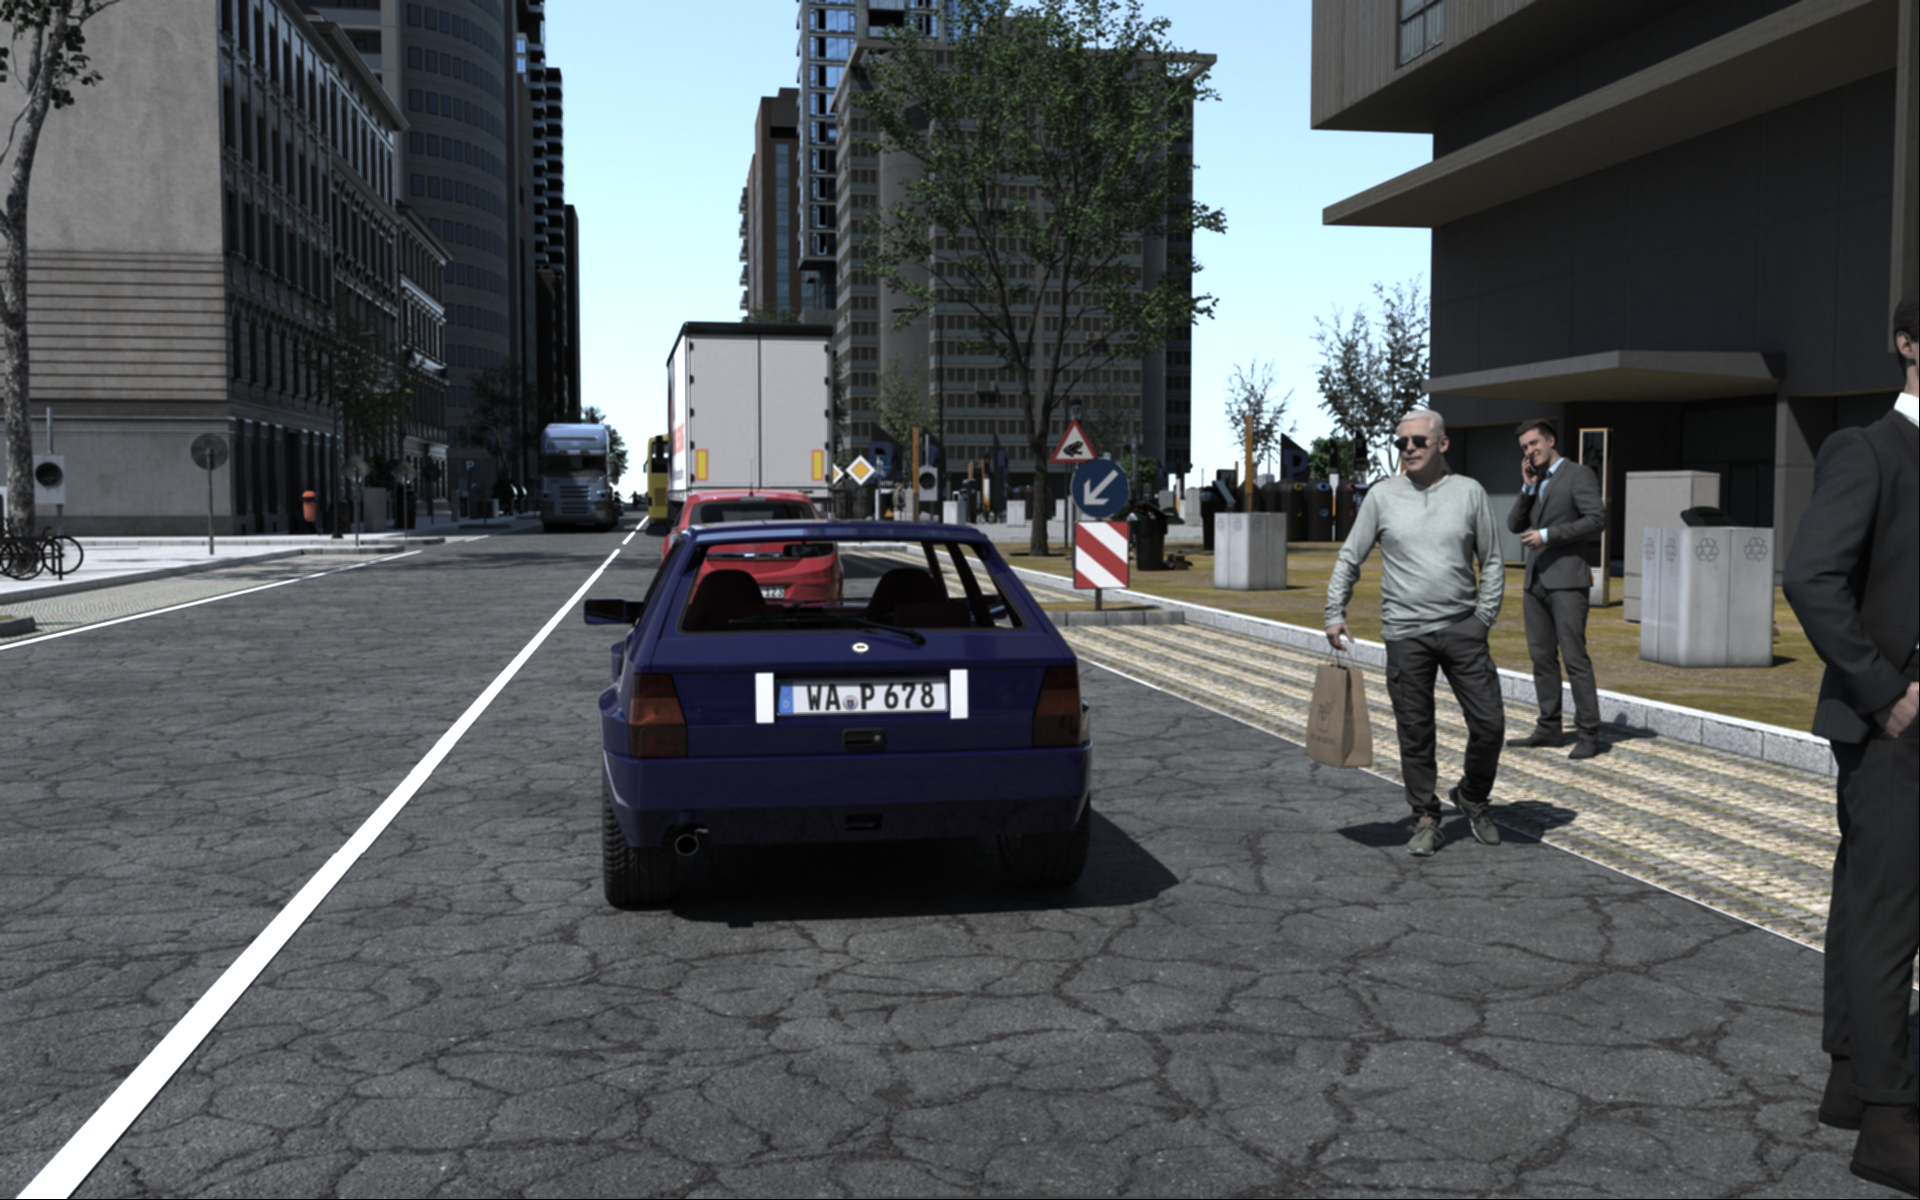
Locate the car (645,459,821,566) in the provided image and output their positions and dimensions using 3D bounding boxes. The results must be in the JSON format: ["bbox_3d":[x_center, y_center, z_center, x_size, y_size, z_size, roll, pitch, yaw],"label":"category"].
[{"bbox_3d":[-2.279,-0.580,18.521,2.155,1.783,4.494,-1,4,-9],"label":"car"}]

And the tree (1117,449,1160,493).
[{"bbox_3d":[12.764,-8.641,124.997,4.285,4.588,4.351,0,3,0],"label":"tree"}]

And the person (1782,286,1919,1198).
[{"bbox_3d":[2.110,0.252,3.742,0.474,1.900,0.648,3,5,44],"label":"person"}]

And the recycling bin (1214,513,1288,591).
[{"bbox_3d":[3.904,-0.656,23.276,0.722,1.027,0.722,-2,4,-29],"label":"recycling bin"}]

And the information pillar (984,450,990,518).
[{"bbox_3d":[1.447,-6.232,93.249,0.183,3.616,0.504,-2,4,-29],"label":"information pillar"}]

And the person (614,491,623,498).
[{"bbox_3d":[-32.281,-9.434,163.266,1.217,1.766,0.721,1,4,8],"label":"person"}]

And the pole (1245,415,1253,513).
[{"bbox_3d":[7.483,-3.122,44.880,0.158,3.312,0.155,0,3,0],"label":"pole"}]

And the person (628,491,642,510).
[{"bbox_3d":[-29.344,-8.999,156.361,1.217,1.736,0.721,0,4,-3],"label":"person"}]

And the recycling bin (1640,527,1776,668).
[{"bbox_3d":[5.642,-0.033,13.095,0.722,1.027,0.722,0,4,-3],"label":"recycling bin"}]

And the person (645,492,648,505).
[{"bbox_3d":[-40.361,-13.088,223.158,0.621,1.740,0.551,-2,4,-25],"label":"person"}]

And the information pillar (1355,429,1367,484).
[{"bbox_3d":[14.446,-4.352,62.506,0.504,3.616,0.183,-2,4,-26],"label":"information pillar"}]

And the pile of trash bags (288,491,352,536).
[{"bbox_3d":[-20.389,-2.766,54.974,1.912,1.369,3.447,-1,4,-13],"label":"pile of trash bags"}]

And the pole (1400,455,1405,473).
[{"bbox_3d":[15.977,-4.200,62.514,0.158,3.312,0.155,0,3,0],"label":"pole"}]

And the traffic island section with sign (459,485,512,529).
[{"bbox_3d":[-19.758,-3.885,72.143,1.989,1.847,2.006,-1,4,-10],"label":"traffic island section with sign"}]

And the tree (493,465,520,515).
[{"bbox_3d":[-27.693,-6.736,104.742,1.663,3.219,1.824,0,3,0],"label":"tree"}]

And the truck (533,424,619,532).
[{"bbox_3d":[-15.640,-5.032,72.027,2.967,4.110,18.799,-1,4,-10],"label":"truck"}]

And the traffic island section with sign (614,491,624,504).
[{"bbox_3d":[-50.771,-15.131,256.016,1.989,1.847,2.006,-1,4,-10],"label":"traffic island section with sign"}]

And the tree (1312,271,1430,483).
[{"bbox_3d":[14.414,-6.576,57.887,4.360,8.622,3.978,0,3,0],"label":"tree"}]

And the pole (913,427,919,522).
[{"bbox_3d":[-1.346,-3.618,53.005,0.158,3.312,0.155,0,3,0],"label":"pole"}]

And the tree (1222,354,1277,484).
[{"bbox_3d":[15.687,-8.653,91.836,4.360,8.622,3.978,0,3,0],"label":"tree"}]

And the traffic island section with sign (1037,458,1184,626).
[{"bbox_3d":[1.297,-0.671,19.595,1.989,1.847,2.006,-1,4,-10],"label":"traffic island section with sign"}]

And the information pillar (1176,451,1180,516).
[{"bbox_3d":[11.858,-6.288,94.158,0.183,3.616,0.504,-1,4,-12],"label":"information pillar"}]

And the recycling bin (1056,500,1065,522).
[{"bbox_3d":[4.827,-4.043,78.658,0.722,1.027,0.722,-2,4,-26],"label":"recycling bin"}]

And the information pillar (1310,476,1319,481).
[{"bbox_3d":[14.808,-4.155,72.426,0.304,2.012,0.304,-1,4,-15],"label":"information pillar"}]

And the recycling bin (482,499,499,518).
[{"bbox_3d":[-24.967,-4.865,92.089,0.722,1.027,0.722,0,4,2],"label":"recycling bin"}]

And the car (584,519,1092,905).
[{"bbox_3d":[-0.648,0.311,7.498,1.945,1.354,3.894,-1,4,-10],"label":"car"}]

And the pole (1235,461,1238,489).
[{"bbox_3d":[17.045,-6.911,106.830,0.158,3.312,0.155,0,3,0],"label":"pole"}]

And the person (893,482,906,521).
[{"bbox_3d":[-1.684,-2.400,48.282,0.362,1.759,0.519,-1,4,-9],"label":"person"}]

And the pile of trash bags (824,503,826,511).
[{"bbox_3d":[-10.230,-6.760,120.272,1.912,1.369,3.447,-1,4,-18],"label":"pile of trash bags"}]

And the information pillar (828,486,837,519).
[{"bbox_3d":[-5.681,-4.454,77.316,0.304,2.012,0.304,3,4,38],"label":"information pillar"}]

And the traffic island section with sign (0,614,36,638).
[{"bbox_3d":[-10.515,-0.533,17.345,1.989,1.847,2.006,-1,4,-10],"label":"traffic island section with sign"}]

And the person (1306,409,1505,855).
[{"bbox_3d":[1.797,0.123,6.969,0.782,1.767,0.515,1,4,11],"label":"person"}]

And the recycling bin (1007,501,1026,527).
[{"bbox_3d":[2.193,-3.363,67.542,0.722,1.027,0.722,0,4,2],"label":"recycling bin"}]

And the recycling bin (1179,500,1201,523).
[{"bbox_3d":[10.152,-3.909,76.472,0.722,1.027,0.722,3,5,42],"label":"recycling bin"}]

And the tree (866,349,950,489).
[{"bbox_3d":[-2.736,-8.480,89.013,4.737,8.622,4.395,0,3,0],"label":"tree"}]

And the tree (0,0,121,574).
[{"bbox_3d":[-16.542,-10.527,28.007,12.611,20.169,13.585,0,3,0],"label":"tree"}]

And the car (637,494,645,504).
[{"bbox_3d":[-44.029,-14.130,240.811,2.009,1.686,4.222,-1,4,-9],"label":"car"}]

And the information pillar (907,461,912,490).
[{"bbox_3d":[-3.464,-7.804,118.957,0.183,3.616,0.504,2,4,28],"label":"information pillar"}]

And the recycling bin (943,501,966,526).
[{"bbox_3d":[-0.253,-2.919,60.278,0.722,1.027,0.722,2,4,26],"label":"recycling bin"}]

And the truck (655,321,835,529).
[{"bbox_3d":[-4.385,-2.745,33.802,2.839,4.237,11.283,-1,4,-11],"label":"truck"}]

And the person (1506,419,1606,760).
[{"bbox_3d":[3.258,-0.076,9.549,0.447,1.846,0.655,-1,4,-21],"label":"person"}]

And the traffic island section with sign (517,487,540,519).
[{"bbox_3d":[-24.310,-5.537,99.163,1.989,1.847,2.006,-1,4,-10],"label":"traffic island section with sign"}]

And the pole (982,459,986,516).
[{"bbox_3d":[1.398,-6.536,100.703,0.158,3.312,0.155,0,3,0],"label":"pole"}]

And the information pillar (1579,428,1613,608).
[{"bbox_3d":[7.167,-0.922,19.565,0.304,2.012,0.304,2,4,32],"label":"information pillar"}]

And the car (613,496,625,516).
[{"bbox_3d":[-22.700,-6.092,112.184,1.945,1.354,3.894,-1,4,-9],"label":"car"}]

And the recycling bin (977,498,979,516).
[{"bbox_3d":[0.691,-5.566,103.556,0.722,1.027,0.722,2,4,33],"label":"recycling bin"}]

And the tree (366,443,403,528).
[{"bbox_3d":[-21.886,-4.339,65.551,1.663,3.219,1.824,0,3,0],"label":"tree"}]

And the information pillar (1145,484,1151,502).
[{"bbox_3d":[13.026,-7.084,120.312,0.304,2.012,0.304,-3,5,-43],"label":"information pillar"}]

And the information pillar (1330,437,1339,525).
[{"bbox_3d":[15.427,-4.898,71.442,0.183,3.616,0.504,-2,4,-30],"label":"information pillar"}]

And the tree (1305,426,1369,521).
[{"bbox_3d":[18.140,-6.139,84.094,4.285,4.588,4.351,0,3,0],"label":"tree"}]

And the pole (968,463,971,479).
[{"bbox_3d":[0.654,-7.367,114.291,0.158,3.312,0.155,0,3,0],"label":"pole"}]
